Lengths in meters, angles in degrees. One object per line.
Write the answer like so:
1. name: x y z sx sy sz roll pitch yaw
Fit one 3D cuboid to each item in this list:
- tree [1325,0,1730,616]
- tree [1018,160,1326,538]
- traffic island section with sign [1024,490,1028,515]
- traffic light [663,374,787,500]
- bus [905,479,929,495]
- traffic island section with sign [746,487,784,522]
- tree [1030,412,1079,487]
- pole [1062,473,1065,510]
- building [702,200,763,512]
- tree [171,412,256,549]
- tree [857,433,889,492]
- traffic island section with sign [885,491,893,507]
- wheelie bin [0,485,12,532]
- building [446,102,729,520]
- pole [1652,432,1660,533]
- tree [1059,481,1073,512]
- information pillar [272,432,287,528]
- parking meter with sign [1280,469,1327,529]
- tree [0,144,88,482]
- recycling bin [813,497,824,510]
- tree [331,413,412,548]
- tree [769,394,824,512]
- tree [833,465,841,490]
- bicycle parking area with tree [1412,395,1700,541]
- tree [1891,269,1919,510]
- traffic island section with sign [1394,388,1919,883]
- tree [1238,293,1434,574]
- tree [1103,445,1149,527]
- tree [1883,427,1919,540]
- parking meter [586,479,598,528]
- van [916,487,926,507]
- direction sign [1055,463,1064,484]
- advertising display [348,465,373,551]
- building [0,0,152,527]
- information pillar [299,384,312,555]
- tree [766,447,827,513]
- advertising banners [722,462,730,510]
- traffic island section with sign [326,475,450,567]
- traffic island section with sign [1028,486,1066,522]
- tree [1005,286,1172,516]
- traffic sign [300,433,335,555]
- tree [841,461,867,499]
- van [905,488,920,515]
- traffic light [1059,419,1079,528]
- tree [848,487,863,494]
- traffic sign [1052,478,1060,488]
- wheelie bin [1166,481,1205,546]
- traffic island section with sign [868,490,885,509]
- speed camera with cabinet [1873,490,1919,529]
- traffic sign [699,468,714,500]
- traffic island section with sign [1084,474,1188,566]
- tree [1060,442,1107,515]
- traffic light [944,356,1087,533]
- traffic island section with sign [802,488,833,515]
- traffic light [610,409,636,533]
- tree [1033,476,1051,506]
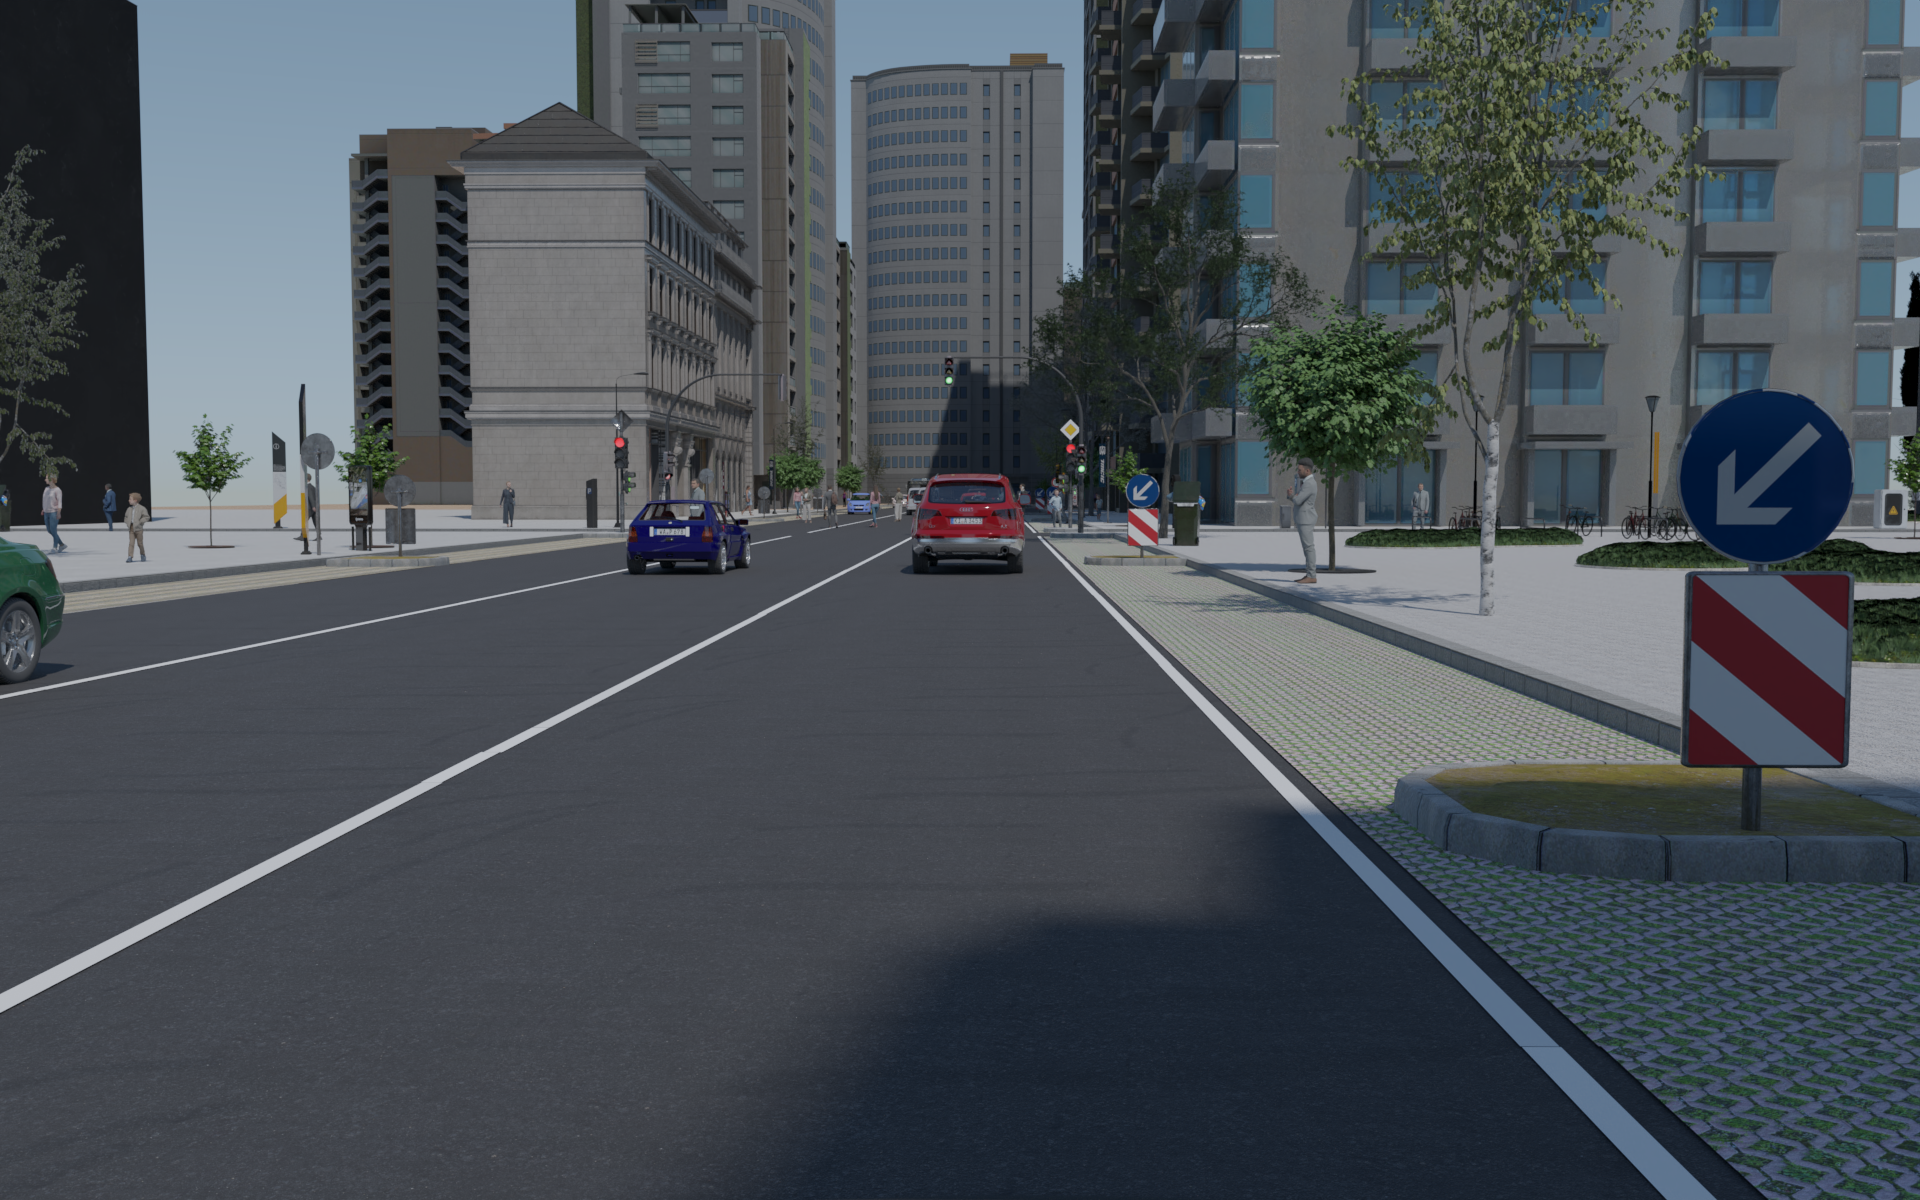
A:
1. tree: 5.724 -4.149 18.203 4.737 8.622 4.395 0 3 0
2. tree: 5.857 -7.037 49.463 8.767 10.594 7.601 0 4 0
3. traffic island section with sign: 5.299 -6.660 117.519 1.989 1.847 2.006 0 4 1
4. traffic light: -8.933 -5.550 65.414 4.771 5.953 1.251 0 4 1
5. bus: -4.666 -12.499 199.216 2.948 3.499 13.247 0 4 0
6. traffic island section with sign: -10.207 -4.994 90.272 1.989 1.847 2.006 0 4 1
7. tree: 8.009 -11.797 143.236 4.737 8.622 4.395 0 3 0
8. pole: 7.135 -7.681 119.432 0.158 3.312 0.155 0 3 0
9. building: -21.745 -16.968 119.233 13.314 21.916 24.055 0 4 1
10. tree: -17.925 -2.849 41.176 1.663 3.219 1.824 0 3 0
11. tree: -10.304 -15.768 208.175 4.360 8.622 3.978 0 3 0
12. traffic island section with sign: -7.988 -11.355 194.285 1.989 1.847 2.006 0 4 1
13. wheelie bin: -32.603 -3.103 58.647 0.980 1.594 0.693 1 4 8
14. building: -19.913 -14.441 87.012 10.553 20.767 40.483 0 4 1
15. pole: 22.890 -3.861 56.977 0.158 3.312 0.155 0 3 0
16. tree: 7.991 -7.773 121.685 1.663 3.219 1.824 0 3 0
17. information pillar: -25.458 -4.490 64.763 0.504 3.616 0.183 -2 4 -28
18. parking meter with sign: 12.768 -4.158 64.251 1.738 3.016 0.543 0 4 -3
19. tree: -19.075 -5.104 33.819 4.360 8.622 3.978 0 3 0
20. recycling bin: -11.446 -7.808 140.216 0.722 1.027 0.722 1 4 13
21. tree: -14.124 -2.860 41.367 1.663 3.219 1.824 0 3 0
22. tree: -11.884 -10.742 125.995 4.360 8.622 3.978 0 3 0
23. tree: -11.863 -9.134 133.061 4.285 4.588 4.351 0 3 0
24. bicycle parking area with tree: 17.535 -3.868 50.249 8.231 4.147 9.016 1 4 11
25. tree: 60.121 -12.065 99.085 13.155 14.587 18.604 -1 4 -20
26. traffic island section with sign: 2.938 0.082 7.295 1.989 1.847 2.006 0 4 1
27. tree: 6.199 -2.738 28.476 4.285 4.588 4.351 0 3 0
28. tree: 6.718 -4.511 68.355 1.663 3.219 1.824 0 3 0
29. tree: 27.283 -3.335 49.137 1.663 3.219 1.824 0 3 0
30. parking meter: -13.863 -3.638 65.194 0.399 1.863 0.255 2 4 33
31. van: -1.939 -6.348 110.796 2.013 2.044 4.112 0 4 1
32. direction sign: 7.369 -8.242 126.748 0.876 3.537 0.379 -2 4 -28
33. advertising display: -13.540 -2.075 39.138 0.123 1.923 0.974 -3 5 -44
34. building: -45.298 -14.893 73.186 15.834 23.373 12.332 0 4 1
35. information pillar: -13.860 -2.766 36.577 0.183 3.616 0.504 -1 4 -13
36. tree: -12.015 -8.385 120.806 4.285 4.588 4.351 0 3 0
37. advertising banners: -12.783 -6.015 94.537 0.090 3.025 2.074 0 4 2
38. traffic island section with sign: -11.391 -1.599 34.767 1.989 1.847 2.006 0 4 1
39. traffic island section with sign: 4.719 -5.002 90.408 1.989 1.847 2.006 0 4 1
40. tree: 7.773 -11.640 100.684 12.009 13.543 11.850 0 3 0
41. traffic sign: -13.409 -2.204 36.149 0.768 2.556 0.104 1 4 9
42. tree: -10.806 -11.424 170.489 4.285 4.588 4.351 0 3 0
43. van: -2.766 -6.792 118.053 2.013 2.044 4.112 0 4 1
44. traffic light: 4.132 -4.660 65.116 0.839 4.253 0.868 0 4 1
45. tree: -10.796 -11.251 178.552 1.663 3.219 1.824 0 3 0
46. traffic sign: 7.349 -8.055 131.808 0.768 2.556 0.104 1 4 10
47. wheelie bin: 5.596 -2.140 42.900 0.980 1.594 0.693 1 4 15
48. traffic island section with sign: -8.557 -9.704 167.288 1.989 1.847 2.006 0 4 1
49. speed camera with cabinet: 34.919 -4.256 63.913 2.038 3.252 0.660 0 4 3
50. traffic sign: -12.571 -5.248 85.904 0.768 2.556 0.104 1 4 9
51. traffic island section with sign: 3.541 -1.626 35.208 1.989 1.847 2.006 0 4 1
52. tree: 7.829 -7.659 108.946 4.285 4.588 4.351 0 3 0
53. traffic light: 1.868 -5.038 57.036 4.771 5.953 1.251 0 4 1
54. traffic island section with sign: -9.623 -6.654 117.422 1.989 1.847 2.006 0 4 1
55. traffic light: -11.197 -4.191 57.440 0.839 4.253 0.868 0 4 1
56. tree: 9.683 -12.806 203.985 1.663 3.219 1.824 0 3 0
